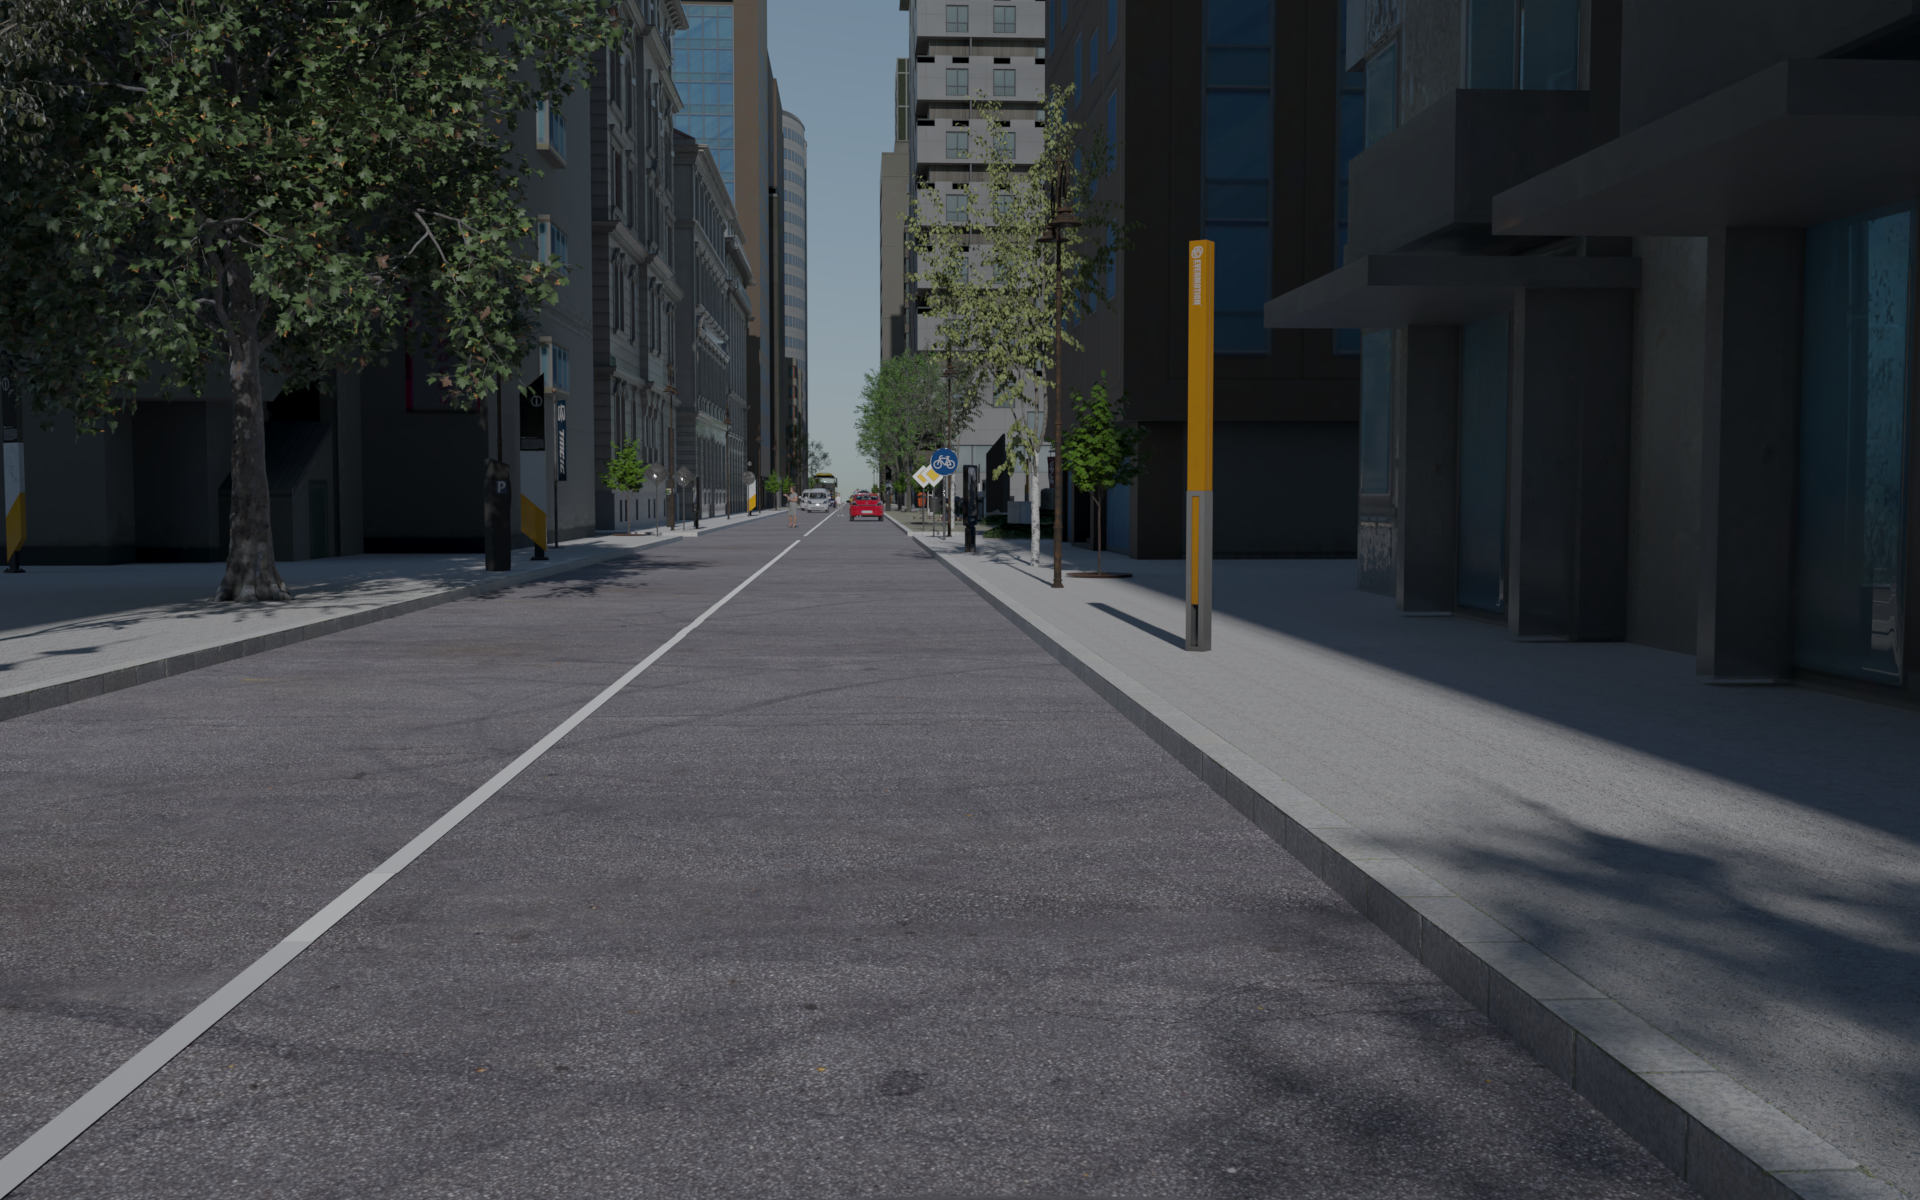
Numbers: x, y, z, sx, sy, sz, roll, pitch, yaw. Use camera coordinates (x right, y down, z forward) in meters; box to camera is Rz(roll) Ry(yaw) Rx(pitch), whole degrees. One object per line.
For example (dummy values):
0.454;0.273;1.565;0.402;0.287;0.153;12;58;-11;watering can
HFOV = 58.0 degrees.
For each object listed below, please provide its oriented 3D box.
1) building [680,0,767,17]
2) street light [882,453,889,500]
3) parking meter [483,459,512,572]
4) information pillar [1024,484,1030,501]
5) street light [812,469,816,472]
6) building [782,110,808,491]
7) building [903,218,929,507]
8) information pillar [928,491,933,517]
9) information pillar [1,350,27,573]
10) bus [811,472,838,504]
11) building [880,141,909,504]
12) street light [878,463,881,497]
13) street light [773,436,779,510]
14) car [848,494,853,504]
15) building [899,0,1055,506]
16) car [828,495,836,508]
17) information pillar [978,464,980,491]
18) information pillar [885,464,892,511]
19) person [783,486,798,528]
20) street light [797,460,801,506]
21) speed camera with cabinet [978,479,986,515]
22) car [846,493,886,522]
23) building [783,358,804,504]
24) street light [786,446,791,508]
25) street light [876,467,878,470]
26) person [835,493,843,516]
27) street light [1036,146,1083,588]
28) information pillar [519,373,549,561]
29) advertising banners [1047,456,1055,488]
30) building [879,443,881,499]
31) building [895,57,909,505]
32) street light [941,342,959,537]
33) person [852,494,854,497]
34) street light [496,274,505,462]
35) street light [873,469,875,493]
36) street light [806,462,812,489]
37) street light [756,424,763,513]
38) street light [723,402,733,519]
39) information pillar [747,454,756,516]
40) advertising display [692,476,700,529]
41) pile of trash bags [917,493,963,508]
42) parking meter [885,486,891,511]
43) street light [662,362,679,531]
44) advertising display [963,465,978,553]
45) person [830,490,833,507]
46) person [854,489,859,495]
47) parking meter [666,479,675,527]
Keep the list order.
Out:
-22.856;-30.015;140.855;14.600;45.320;14.200;0;4;-3;building
-6.645;-11.316;157.806;0.468;5.910;1.993;0;4;-3;street light
-7.692;-1.414;28.832;0.255;1.863;0.399;3;4;39;parking meter
4.860;-7.409;125.631;0.304;2.012;0.304;1;4;18;information pillar
-21.080;-16.726;246.250;0.468;5.910;1.993;0;4;-3;street light
-33.852;-43.944;260.476;21.231;58.520;28.212;0;4;-3;building
1.006;-25.171;183.253;14.160;30.474;14.107;0;4;-3;building
-1.670;-5.688;97.494;0.304;2.012;0.304;0;4;-5;information pillar
-15.336;-2.245;28.061;0.504;3.616;0.183;2;4;35;information pillar
-15.655;-12.831;201.332;2.896;3.916;12.252;0;4;-2;bus
-0.009;-37.337;234.163;21.300;48.544;21.600;0;4;-3;building
-8.230;-12.963;184.731;0.468;5.910;1.993;0;4;-3;street light
-14.593;-10.060;137.269;0.468;5.910;1.993;0;4;-3;street light
-14.442;-14.002;239.157;2.015;1.641;3.980;0;4;-4;car
9.032;-35.047;162.250;28.713;52.752;27.495;0;4;-3;building
-13.730;-10.221;179.685;1.945;1.354;3.894;0;4;-4;car
1.465;-8.726;134.020;0.183;3.616;0.504;0;4;-8;information pillar
-5.577;-8.761;134.593;0.504;3.616;0.183;-1;4;-10;information pillar
-7.236;-3.972;73.803;0.532;1.782;0.716;-2;4;-33;person
-17.711;-13.328;190.695;0.468;5.910;1.993;0;4;-3;street light
1.436;-6.683;103.596;0.660;3.252;2.038;-1;4;-19;speed camera with cabinet
-4.972;-5.067;91.887;2.155;1.783;4.494;0;4;-4;car
-35.411;-23.726;232.961;27.650;21.520;28.899;0;4;-3;building
-16.188;-11.693;163.963;0.468;5.910;1.993;0;4;-3;street light
-9.853;-14.596;211.424;0.468;5.910;1.993;0;4;-3;street light
-7.790;-6.174;112.038;0.523;1.515;0.503;1;4;22;person
1.336;-3.103;23.524;0.468;5.910;1.993;0;4;-3;street light
-8.213;-2.570;33.382;0.504;3.616;0.183;-1;4;-10;information pillar
4.769;-5.112;79.767;0.090;3.025;2.074;-3;5;-44;advertising banners
1.838;-25.433;260.865;27.650;21.520;28.899;0;4;-3;building
-2.384;-51.719;283.851;20.563;71.187;20.611;0;4;-3;building
-0.318;-4.823;51.640;0.468;5.910;1.993;0;4;-3;street light
-12.602;-12.340;210.278;1.348;1.821;0.705;1;4;11;person
-8.203;-3.549;30.815;0.468;5.910;1.993;0;4;-3;street light
-11.535;-16.401;240.938;0.468;5.910;1.993;0;4;-3;street light
-19.397;-15.093;219.561;0.468;5.910;1.993;0;4;-3;street light
-13.229;-8.656;114.315;0.468;5.910;1.993;0;4;-3;street light
-11.691;-7.003;87.289;0.468;5.910;1.993;0;4;-3;street light
-12.224;-6.729;101.379;0.504;3.616;0.183;-1;4;-9;information pillar
-9.695;-3.571;63.595;0.123;1.923;0.974;-1;4;-17;advertising display
-1.119;-6.304;112.820;3.447;1.369;1.912;1;4;11;pile of trash bags
-5.345;-7.518;128.623;0.399;1.863;0.255;0;4;2;parking meter
-10.087;-5.370;60.595;0.468;5.910;1.993;0;4;-3;street light
0.227;-2.023;38.296;0.123;1.923;0.974;1;4;13;advertising display
-14.285;-11.281;192.575;0.705;1.869;1.348;0;4;-5;person
-7.728;-7.435;129.917;0.638;1.841;0.748;-2;4;-24;person
-11.190;-3.744;66.918;0.255;1.863;0.399;1;4;8;parking meter
